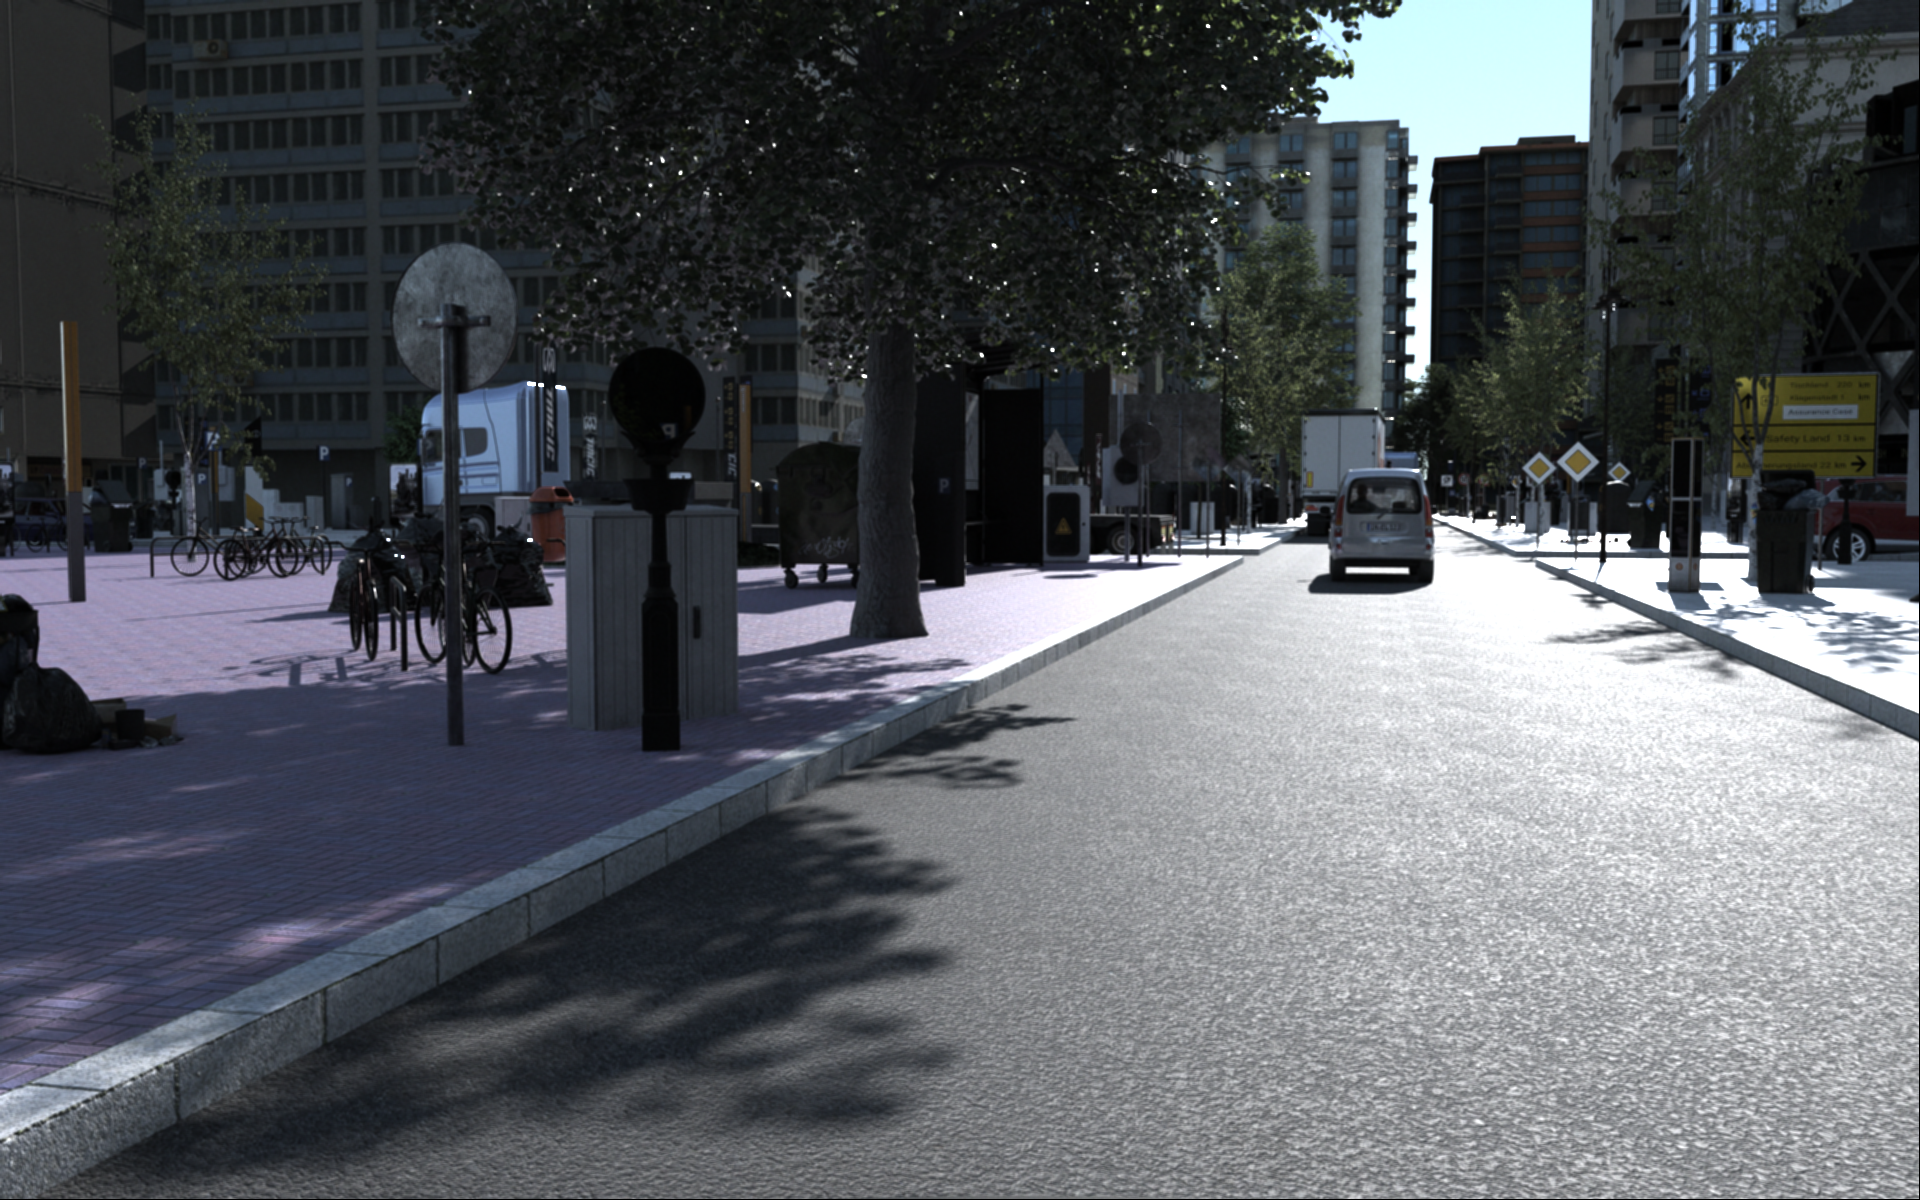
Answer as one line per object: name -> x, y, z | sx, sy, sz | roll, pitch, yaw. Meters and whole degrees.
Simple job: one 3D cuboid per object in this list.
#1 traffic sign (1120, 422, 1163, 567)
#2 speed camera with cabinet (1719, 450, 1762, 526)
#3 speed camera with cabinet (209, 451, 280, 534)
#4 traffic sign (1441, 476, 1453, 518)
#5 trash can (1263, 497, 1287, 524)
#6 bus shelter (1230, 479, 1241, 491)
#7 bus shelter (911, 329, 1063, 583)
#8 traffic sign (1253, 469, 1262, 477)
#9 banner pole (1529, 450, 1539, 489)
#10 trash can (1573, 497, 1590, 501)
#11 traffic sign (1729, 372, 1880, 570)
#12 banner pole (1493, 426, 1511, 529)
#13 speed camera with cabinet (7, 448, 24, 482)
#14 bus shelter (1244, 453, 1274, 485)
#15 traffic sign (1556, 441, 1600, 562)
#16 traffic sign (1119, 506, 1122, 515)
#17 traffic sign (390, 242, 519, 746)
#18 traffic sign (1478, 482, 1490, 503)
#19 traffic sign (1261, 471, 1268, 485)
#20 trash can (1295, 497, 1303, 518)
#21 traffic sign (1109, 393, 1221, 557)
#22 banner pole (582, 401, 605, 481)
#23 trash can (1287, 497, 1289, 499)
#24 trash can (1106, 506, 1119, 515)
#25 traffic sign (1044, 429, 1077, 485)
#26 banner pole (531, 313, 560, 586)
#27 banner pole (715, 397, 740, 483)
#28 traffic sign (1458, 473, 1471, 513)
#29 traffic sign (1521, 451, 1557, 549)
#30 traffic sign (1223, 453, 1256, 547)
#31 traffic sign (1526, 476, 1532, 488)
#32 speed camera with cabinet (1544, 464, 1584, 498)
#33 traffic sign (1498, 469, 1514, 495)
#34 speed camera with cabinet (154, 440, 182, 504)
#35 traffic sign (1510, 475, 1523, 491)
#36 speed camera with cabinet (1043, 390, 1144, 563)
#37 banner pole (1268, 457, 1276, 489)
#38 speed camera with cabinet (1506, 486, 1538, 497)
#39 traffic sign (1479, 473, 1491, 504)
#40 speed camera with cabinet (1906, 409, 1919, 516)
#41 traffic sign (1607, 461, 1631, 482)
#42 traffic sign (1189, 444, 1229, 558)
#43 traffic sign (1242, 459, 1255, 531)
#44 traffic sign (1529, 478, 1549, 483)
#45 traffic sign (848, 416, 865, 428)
traffic sign -> 3.184, -1.865, 30.591 | 0.768, 2.556, 0.104 | 1, 4, 16
speed camera with cabinet -> 31.402, -4.577, 69.175 | 2.038, 3.252, 0.660 | -2, 4, -24
speed camera with cabinet -> -23.275, -3.793, 56.351 | 2.038, 3.252, 0.660 | -1, 4, -11
traffic sign -> 26.261, -5.586, 93.458 | 0.606, 2.300, 0.079 | 1, 4, 14
trash can -> 13.443, -3.855, 74.685 | 0.748, 1.137, 0.748 | 0, 3, 0
bus shelter -> 12.732, -5.745, 85.212 | 1.731, 3.624, 6.357 | 1, 4, 14
bus shelter -> 0.291, -2.239, 27.893 | 1.731, 3.624, 6.357 | 1, 4, 14
traffic sign -> 14.895, -5.348, 87.550 | 0.768, 2.556, 0.104 | 1, 4, 23
banner pole -> 32.474, -6.591, 97.782 | 0.863, 3.779, 0.401 | -1, 4, -21
trash can -> 27.819, -4.032, 77.571 | 0.748, 1.137, 0.748 | 0, 3, 0
traffic sign -> 14.193, -2.161, 29.201 | 2.265, 3.308, 0.079 | 1, 4, 17
banner pole -> 19.944, -4.497, 63.549 | 0.863, 3.779, 0.401 | -3, 5, -41
speed camera with cabinet -> -39.764, -4.839, 73.455 | 2.038, 3.252, 0.660 | 2, 4, 33
bus shelter -> 17.613, -6.838, 103.079 | 1.731, 3.624, 6.357 | 1, 4, 14
traffic sign -> 11.684, -1.784, 32.805 | 0.795, 2.450, 0.064 | 1, 4, 13
traffic sign -> 4.266, -2.808, 46.023 | 0.768, 2.556, 0.104 | 1, 4, 18
traffic sign -> -2.579, -0.531, 8.782 | 0.768, 2.556, 0.104 | 1, 4, 20
traffic sign -> 33.630, -6.809, 111.335 | 0.884, 2.594, 0.081 | 1, 4, 20
traffic sign -> 16.883, -5.931, 97.081 | 0.768, 2.556, 0.104 | 1, 4, 16
trash can -> 18.002, -4.949, 92.566 | 0.748, 1.137, 0.748 | 0, 3, 0
traffic sign -> 4.135, -2.521, 35.097 | 2.265, 3.308, 0.079 | 1, 4, 15
banner pole -> -9.808, -3.465, 46.671 | 0.863, 3.779, 0.401 | -3, 5, -40
trash can -> 14.723, -4.154, 79.567 | 0.748, 1.137, 0.748 | 0, 3, 0
trash can -> 6.807, -4.016, 77.311 | 0.748, 1.137, 0.748 | 0, 3, 0
traffic sign -> 1.895, -2.119, 34.649 | 0.884, 2.594, 0.081 | 1, 4, 20
banner pole -> -5.815, -2.097, 24.302 | 0.401, 3.779, 0.863 | 1, 4, 13
banner pole -> -6.056, -3.359, 44.944 | 0.863, 3.779, 0.401 | 0, 4, 7
traffic sign -> 30.295, -6.358, 104.064 | 0.768, 2.556, 0.104 | 1, 4, 21
traffic sign -> 13.548, -2.259, 40.570 | 0.795, 2.450, 0.064 | 1, 4, 13
traffic sign -> 6.800, -2.359, 42.205 | 0.795, 2.450, 0.064 | 1, 4, 13
traffic sign -> 31.553, -5.717, 95.595 | 0.606, 2.300, 0.079 | 1, 4, 20
speed camera with cabinet -> 32.914, -6.103, 94.125 | 2.038, 3.252, 0.660 | -1, 4, -22
traffic sign -> 25.930, -5.030, 82.339 | 0.768, 2.556, 0.104 | 1, 4, 20
speed camera with cabinet -> -28.704, -4.248, 63.788 | 2.038, 3.252, 0.660 | 1, 4, 22
traffic sign -> 33.553, -6.326, 104.613 | 0.795, 2.450, 0.064 | 1, 4, 20
speed camera with cabinet -> 2.412, -2.337, 32.553 | 2.038, 3.252, 0.660 | -1, 4, -13
banner pole -> 19.816, -7.361, 110.376 | 0.401, 3.779, 0.863 | -3, 5, -40
speed camera with cabinet -> 33.142, -6.571, 101.776 | 2.038, 3.252, 0.660 | 2, 4, 34
traffic sign -> 32.384, -6.531, 106.883 | 0.768, 2.556, 0.104 | 1, 4, 21
speed camera with cabinet -> 10.517, -1.392, 17.091 | 0.660, 3.252, 2.038 | -2, 4, -32
traffic sign -> 23.331, -3.679, 61.343 | 0.795, 2.450, 0.064 | 1, 4, 22
traffic sign -> 4.935, -1.884, 34.440 | 0.795, 2.450, 0.064 | 1, 4, 13
traffic sign -> 9.761, -3.638, 59.588 | 0.768, 2.556, 0.104 | 1, 4, 15
traffic sign -> 26.568, -4.863, 79.508 | 0.884, 2.594, 0.081 | 1, 4, 15
traffic sign -> -1.587, -1.729, 28.380 | 0.768, 2.556, 0.104 | 1, 4, 22
